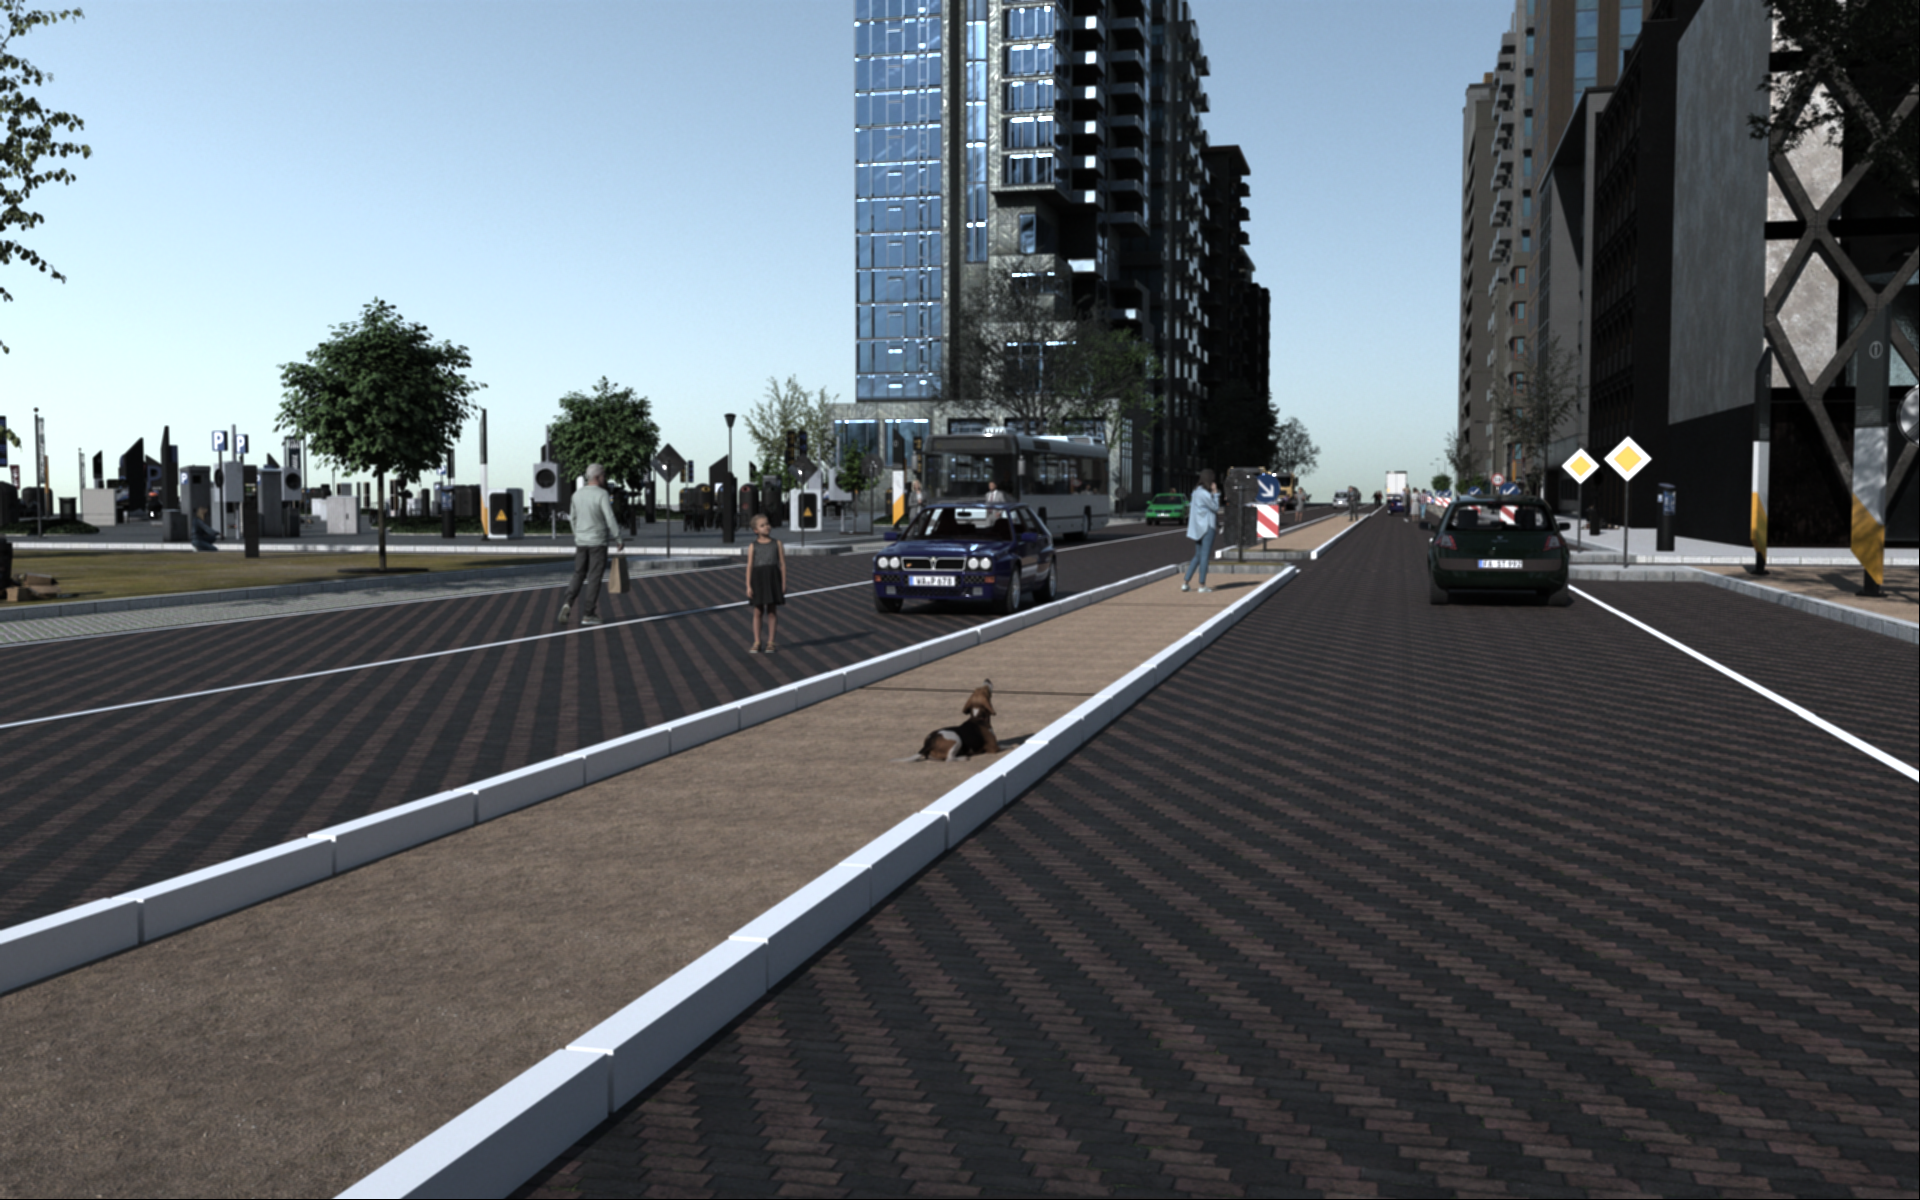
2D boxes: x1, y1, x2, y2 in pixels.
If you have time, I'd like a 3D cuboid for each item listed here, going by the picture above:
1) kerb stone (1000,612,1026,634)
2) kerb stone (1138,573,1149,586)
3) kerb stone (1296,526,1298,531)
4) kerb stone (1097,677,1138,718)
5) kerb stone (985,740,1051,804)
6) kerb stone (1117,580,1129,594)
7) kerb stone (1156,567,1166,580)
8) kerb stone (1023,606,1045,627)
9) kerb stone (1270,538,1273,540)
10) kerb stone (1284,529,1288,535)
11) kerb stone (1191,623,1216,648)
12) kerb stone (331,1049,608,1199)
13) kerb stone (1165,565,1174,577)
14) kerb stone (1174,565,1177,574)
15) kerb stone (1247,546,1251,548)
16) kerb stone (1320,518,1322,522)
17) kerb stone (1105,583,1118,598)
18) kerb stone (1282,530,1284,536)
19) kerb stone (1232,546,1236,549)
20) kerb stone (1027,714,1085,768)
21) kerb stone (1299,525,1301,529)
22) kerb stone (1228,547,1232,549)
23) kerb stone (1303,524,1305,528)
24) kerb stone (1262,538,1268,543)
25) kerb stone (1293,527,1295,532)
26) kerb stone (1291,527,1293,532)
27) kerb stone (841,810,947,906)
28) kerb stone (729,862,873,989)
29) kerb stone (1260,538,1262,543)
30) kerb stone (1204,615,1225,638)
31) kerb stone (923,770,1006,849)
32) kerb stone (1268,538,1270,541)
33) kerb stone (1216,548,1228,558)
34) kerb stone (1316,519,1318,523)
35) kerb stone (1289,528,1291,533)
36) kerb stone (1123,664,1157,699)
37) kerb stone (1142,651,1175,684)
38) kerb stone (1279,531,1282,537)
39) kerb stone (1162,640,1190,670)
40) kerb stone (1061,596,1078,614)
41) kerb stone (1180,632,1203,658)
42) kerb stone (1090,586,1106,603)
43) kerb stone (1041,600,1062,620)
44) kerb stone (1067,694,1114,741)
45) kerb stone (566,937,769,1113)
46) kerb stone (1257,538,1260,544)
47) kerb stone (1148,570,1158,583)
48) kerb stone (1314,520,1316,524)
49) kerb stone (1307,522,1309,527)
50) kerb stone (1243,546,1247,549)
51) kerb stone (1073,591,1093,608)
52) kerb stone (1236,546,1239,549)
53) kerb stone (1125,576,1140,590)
[{"bbox_3d":[0.493,0.261,17.935,0.120,0.150,1.000,1,4,14],"label":"kerb stone"},{"bbox_3d":[2.762,-0.286,26.891,0.120,0.150,1.000,1,4,14],"label":"kerb stone"},{"bbox_3d":[12.715,-2.690,66.176,0.120,0.150,1.000,1,4,14],"label":"kerb stone"},{"bbox_3d":[1.028,0.656,11.472,0.120,0.150,1.000,1,4,14],"label":"kerb stone"},{"bbox_3d":[0.274,0.843,8.474,0.120,0.150,1.000,1,4,14],"label":"kerb stone"},{"bbox_3d":[2.261,-0.158,24.898,0.120,0.150,1.000,1,4,14],"label":"kerb stone"},{"bbox_3d":[3.269,-0.409,28.884,0.120,0.150,1.000,1,4,14],"label":"kerb stone"},{"bbox_3d":[0.747,0.202,18.926,0.120,0.150,1.000,1,4,14],"label":"kerb stone"},{"bbox_3d":[9.438,-1.899,53.249,0.120,0.150,1.000,1,4,14],"label":"kerb stone"},{"bbox_3d":[11.208,-2.325,60.208,0.120,0.150,1.000,1,4,14],"label":"kerb stone"},{"bbox_3d":[2.291,0.352,16.445,0.120,0.150,1.000,1,4,14],"label":"kerb stone"},{"bbox_3d":[-0.991,1.143,3.510,0.120,0.150,1.000,1,4,14],"label":"kerb stone"},{"bbox_3d":[3.519,-0.470,29.875,0.120,0.150,1.000,1,4,14],"label":"kerb stone"},{"bbox_3d":[3.772,-0.531,30.871,0.120,0.150,1.000,1,4,14],"label":"kerb stone"},{"bbox_3d":[7.432,-1.413,45.302,0.120,0.150,1.000,1,4,14],"label":"kerb stone"},{"bbox_3d":[17.752,-3.900,86.044,0.120,0.150,1.000,1,4,14],"label":"kerb stone"},{"bbox_3d":[2.010,-0.105,23.907,0.120,0.150,1.000,1,4,14],"label":"kerb stone"},{"bbox_3d":[10.696,-2.203,58.218,0.120,0.150,1.000,1,4,14],"label":"kerb stone"},{"bbox_3d":[6.422,-1.170,41.326,0.120,0.150,1.000,1,4,14],"label":"kerb stone"},{"bbox_3d":[0.522,0.778,9.478,0.120,0.150,1.000,1,4,14],"label":"kerb stone"},{"bbox_3d":[13.218,-2.811,68.165,0.120,0.150,1.000,1,4,14],"label":"kerb stone"},{"bbox_3d":[6.176,-1.105,40.323,0.120,0.150,1.000,1,4,14],"label":"kerb stone"},{"bbox_3d":[13.975,-2.994,71.140,0.120,0.150,1.000,1,4,14],"label":"kerb stone"},{"bbox_3d":[8.935,-1.772,51.258,0.120,0.150,1.000,1,4,14],"label":"kerb stone"},{"bbox_3d":[12.217,-2.569,64.192,0.120,0.150,1.000,1,4,14],"label":"kerb stone"},{"bbox_3d":[11.962,-2.508,63.194,0.120,0.150,1.000,1,4,14],"label":"kerb stone"},{"bbox_3d":[-0.242,0.962,6.489,0.120,0.150,1.000,1,4,14],"label":"kerb stone"},{"bbox_3d":[-0.490,1.021,5.497,0.120,0.150,1.000,1,4,14],"label":"kerb stone"},{"bbox_3d":[8.430,-1.655,49.274,0.120,0.150,1.000,1,4,14],"label":"kerb stone"},{"bbox_3d":[2.538,0.291,17.439,0.120,0.150,1.000,1,4,14],"label":"kerb stone"},{"bbox_3d":[0.019,0.900,7.478,0.120,0.150,1.000,1,4,14],"label":"kerb stone"},{"bbox_3d":[9.186,-1.837,52.250,0.120,0.150,1.000,1,4,14],"label":"kerb stone"},{"bbox_3d":[5.917,-1.048,39.334,0.120,0.150,1.000,1,4,14],"label":"kerb stone"},{"bbox_3d":[16.744,-3.660,82.074,0.120,0.150,1.000,1,4,14],"label":"kerb stone"},{"bbox_3d":[11.707,-2.446,62.193,0.120,0.150,1.000,1,4,14],"label":"kerb stone"},{"bbox_3d":[1.274,0.600,12.469,0.120,0.150,1.000,1,4,14],"label":"kerb stone"},{"bbox_3d":[1.532,0.534,13.465,0.120,0.150,1.000,1,4,14],"label":"kerb stone"},{"bbox_3d":[10.453,-2.142,57.225,0.120,0.150,1.000,1,4,14],"label":"kerb stone"},{"bbox_3d":[1.781,0.475,14.457,0.120,0.150,1.000,1,4,14],"label":"kerb stone"},{"bbox_3d":[1.250,0.083,20.920,0.120,0.150,1.000,1,4,14],"label":"kerb stone"},{"bbox_3d":[2.031,0.420,15.456,0.120,0.150,1.000,1,4,14],"label":"kerb stone"},{"bbox_3d":[1.756,-0.043,22.906,0.120,0.150,1.000,1,4,14],"label":"kerb stone"},{"bbox_3d":[0.993,0.139,19.919,0.120,0.150,1.000,1,4,14],"label":"kerb stone"},{"bbox_3d":[0.775,0.718,10.480,0.120,0.150,1.000,1,4,14],"label":"kerb stone"},{"bbox_3d":[-0.737,1.085,4.505,0.120,0.150,1.000,1,4,14],"label":"kerb stone"},{"bbox_3d":[8.188,-1.595,48.280,0.120,0.150,1.000,1,4,14],"label":"kerb stone"},{"bbox_3d":[3.020,-0.343,27.893,0.120,0.150,1.000,1,4,14],"label":"kerb stone"},{"bbox_3d":[16.247,-3.538,80.092,0.120,0.150,1.000,1,4,14],"label":"kerb stone"},{"bbox_3d":[14.729,-3.173,74.123,0.120,0.150,1.000,1,4,14],"label":"kerb stone"},{"bbox_3d":[7.180,-1.352,44.311,0.120,0.150,1.000,1,4,14],"label":"kerb stone"},{"bbox_3d":[1.501,0.017,21.916,0.120,0.150,1.000,1,4,14],"label":"kerb stone"},{"bbox_3d":[6.680,-1.227,42.321,0.120,0.150,1.000,1,4,14],"label":"kerb stone"},{"bbox_3d":[2.514,-0.226,25.891,0.120,0.150,1.000,1,4,14],"label":"kerb stone"}]
